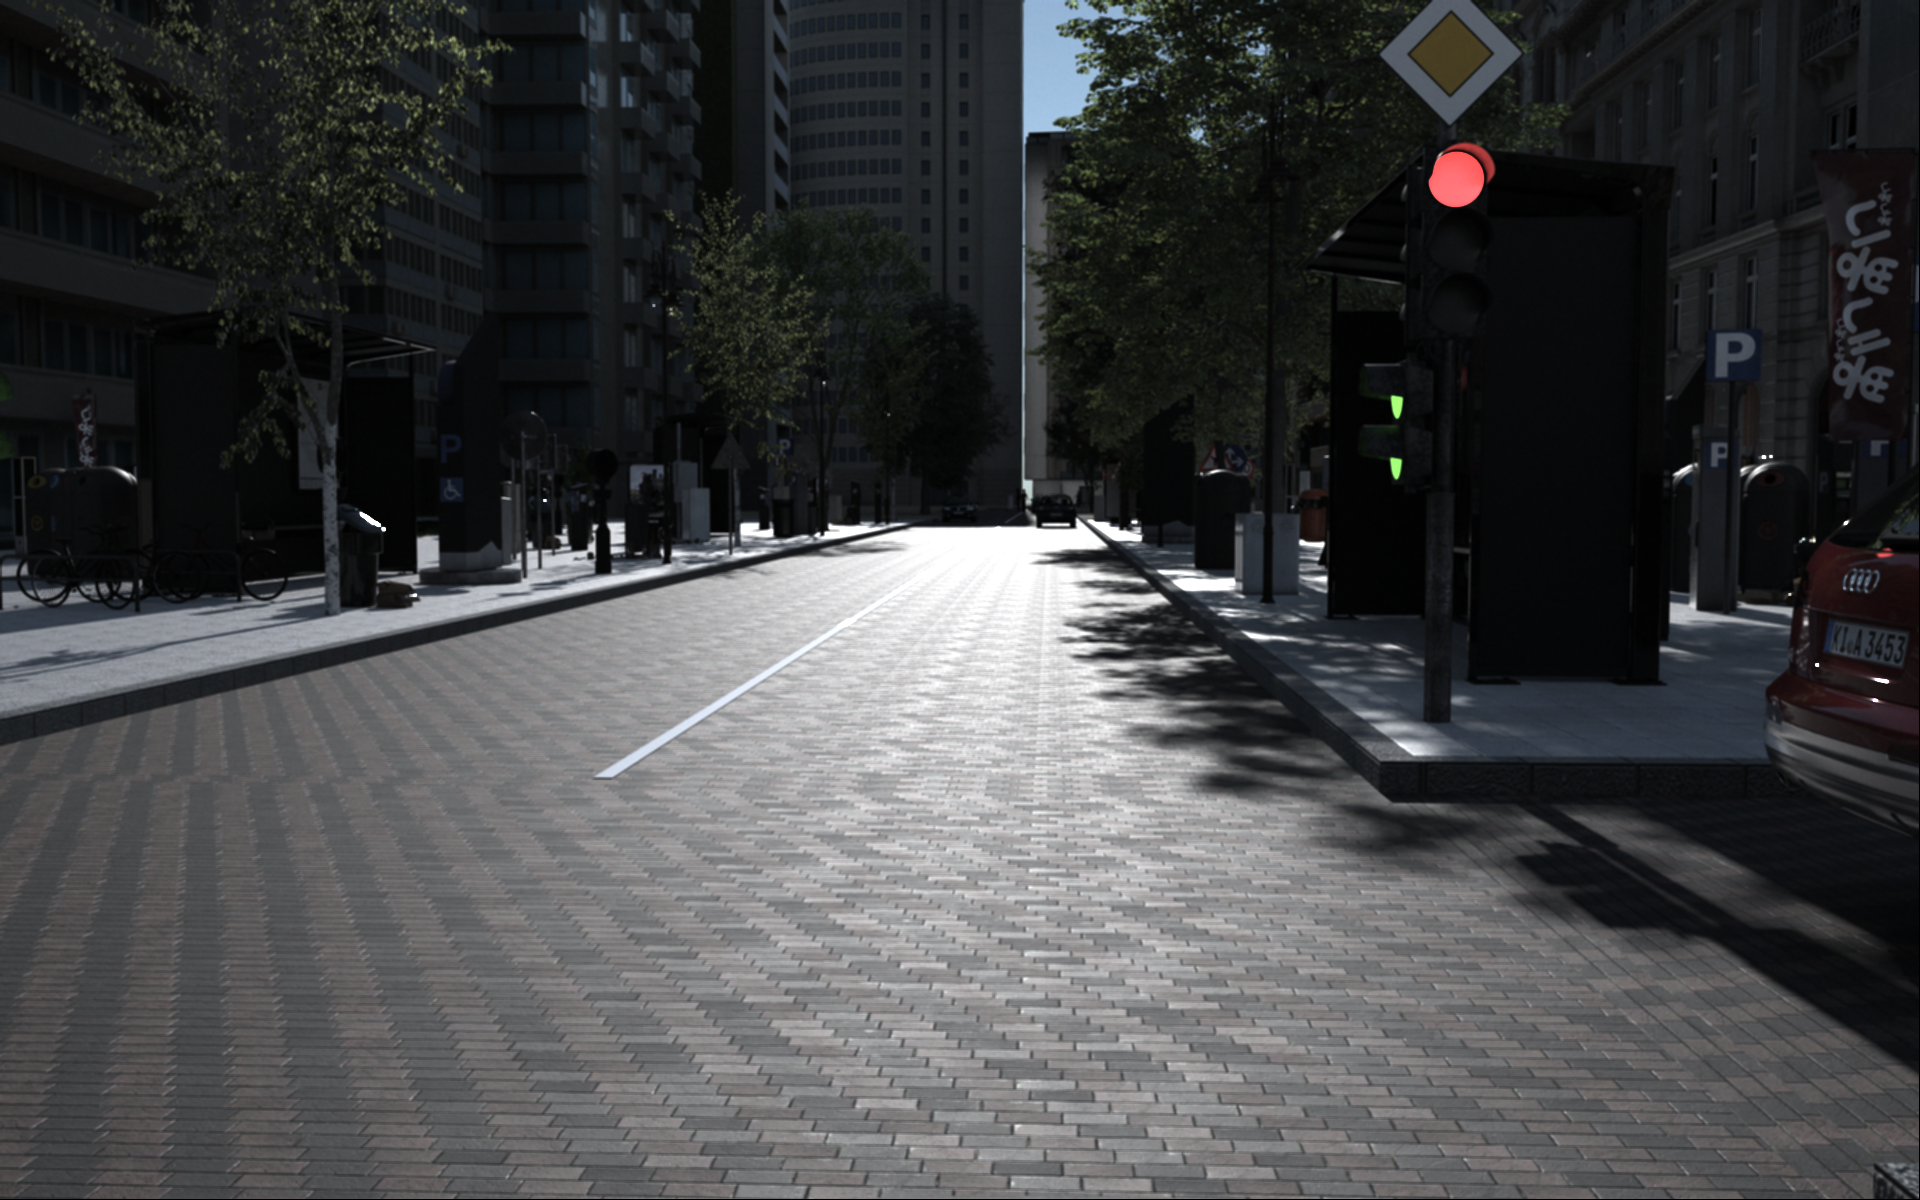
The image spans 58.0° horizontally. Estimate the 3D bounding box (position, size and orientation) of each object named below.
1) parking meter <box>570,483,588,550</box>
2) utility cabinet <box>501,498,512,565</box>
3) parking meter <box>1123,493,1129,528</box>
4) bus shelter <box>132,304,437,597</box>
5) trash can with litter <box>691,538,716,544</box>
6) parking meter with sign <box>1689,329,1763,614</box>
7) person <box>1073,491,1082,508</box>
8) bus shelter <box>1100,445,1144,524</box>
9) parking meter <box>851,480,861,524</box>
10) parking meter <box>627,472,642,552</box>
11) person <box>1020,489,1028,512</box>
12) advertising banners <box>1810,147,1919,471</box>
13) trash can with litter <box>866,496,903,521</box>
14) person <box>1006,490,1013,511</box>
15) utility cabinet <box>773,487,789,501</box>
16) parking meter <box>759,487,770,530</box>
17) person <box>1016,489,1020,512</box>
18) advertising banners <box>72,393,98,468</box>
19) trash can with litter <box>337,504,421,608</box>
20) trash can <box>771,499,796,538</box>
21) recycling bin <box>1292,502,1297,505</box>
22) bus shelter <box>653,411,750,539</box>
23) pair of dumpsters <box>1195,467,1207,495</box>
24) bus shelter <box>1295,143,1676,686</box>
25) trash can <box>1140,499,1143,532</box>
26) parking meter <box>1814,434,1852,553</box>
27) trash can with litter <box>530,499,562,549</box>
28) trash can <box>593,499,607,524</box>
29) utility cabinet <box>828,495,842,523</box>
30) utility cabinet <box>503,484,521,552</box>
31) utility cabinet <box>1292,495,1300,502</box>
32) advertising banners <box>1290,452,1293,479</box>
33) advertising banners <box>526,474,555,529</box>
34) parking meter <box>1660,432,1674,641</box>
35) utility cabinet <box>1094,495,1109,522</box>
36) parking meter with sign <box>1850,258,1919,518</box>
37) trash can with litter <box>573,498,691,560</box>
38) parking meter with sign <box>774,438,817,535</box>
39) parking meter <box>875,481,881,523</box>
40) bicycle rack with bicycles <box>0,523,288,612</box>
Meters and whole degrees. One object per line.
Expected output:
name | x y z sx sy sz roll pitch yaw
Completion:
parking meter | -8.705 -1.907 39.584 0.372 1.533 0.369 0 3 0
utility cabinet | -8.660 -1.246 31.526 1.020 1.237 0.306 2 4 23
parking meter | 6.349 -3.715 66.449 0.255 1.863 0.399 1 4 9
bus shelter | -9.345 -2.040 24.644 1.731 3.624 6.357 0 4 3
trash can with litter | -7.397 -2.038 44.381 2.233 1.210 1.678 0 4 4
parking meter with sign | 8.411 -1.404 19.209 0.543 3.016 1.738 1 4 16
person | 11.232 -9.537 165.138 0.721 1.735 1.217 -3 5 -41
bus shelter | 7.064 -4.906 74.131 2.014 3.302 5.546 0 4 3
parking meter | -4.399 -4.131 73.259 0.399 1.863 0.255 0 4 6
parking meter | -7.220 -2.007 38.520 0.255 1.863 0.399 -2 4 -35
person | 5.052 -7.912 137.800 0.705 1.831 1.348 -2 4 -33
advertising banners | 5.348 -0.770 8.771 2.074 3.025 0.090 0 4 7
trash can with litter | -3.518 -4.343 82.063 1.678 1.210 2.233 -1 4 -9
person | 4.308 -8.539 148.787 0.621 1.740 0.551 3 5 42
utility cabinet | -5.403 -2.669 52.316 0.318 1.500 1.173 0 4 4
parking meter | -7.079 -3.316 62.633 0.372 1.533 0.369 0 3 0
person | 4.507 -7.761 135.022 0.705 1.869 1.348 0 4 3
advertising banners | -14.495 -2.068 29.997 2.074 3.025 0.090 1 4 16
trash can with litter | -6.655 -0.511 19.744 1.055 1.170 0.624 1 4 18
trash can | -5.171 -2.392 50.762 0.748 1.137 0.748 0 3 0
recycling bin | 10.345 -2.560 54.403 0.722 1.027 0.722 3 5 44
bus shelter | -7.665 -3.709 51.931 1.731 3.624 6.357 0 4 3
pair of dumpsters | 8.633 -3.746 63.744 1.574 2.255 4.437 0 4 3
bus shelter | 4.123 -1.432 14.690 1.731 3.624 6.357 0 4 3
trash can | 6.093 -2.673 55.363 0.748 1.137 0.748 0 3 0
parking meter | 8.466 -0.674 16.736 0.255 1.863 0.399 0 4 1
trash can with litter | -9.668 -1.793 40.696 0.624 1.170 1.055 -3 5 -41
trash can | -15.526 -3.854 74.661 0.748 1.137 0.748 0 3 0
utility cabinet | -5.553 -4.036 77.151 0.306 1.237 1.020 -2 4 -23
utility cabinet | -9.866 -1.801 38.127 0.318 1.500 1.173 -1 4 -18
utility cabinet | 15.236 -4.106 78.294 1.020 1.237 0.306 0 4 1
advertising banners | 13.692 -4.663 72.432 0.090 3.025 2.074 0 4 -1
advertising banners | -15.557 -4.074 62.805 2.074 3.025 0.090 -1 4 -18
parking meter | 6.077 -0.582 15.233 0.255 1.863 0.399 0 4 5
utility cabinet | 6.689 -4.211 80.009 1.020 1.237 0.306 2 4 35
parking meter with sign | 7.314 -1.066 13.683 0.543 3.016 1.738 2 4 25
trash can with litter | -6.809 -1.427 34.397 2.233 1.210 1.678 -3 5 -43
parking meter with sign | -5.127 -3.586 54.892 0.543 3.016 1.738 2 4 23
parking meter | -3.593 -4.295 75.941 0.255 1.863 0.399 0 4 3
bicycle rack with bicycles | -9.732 -0.407 20.034 2.925 0.926 2.852 1 4 14
